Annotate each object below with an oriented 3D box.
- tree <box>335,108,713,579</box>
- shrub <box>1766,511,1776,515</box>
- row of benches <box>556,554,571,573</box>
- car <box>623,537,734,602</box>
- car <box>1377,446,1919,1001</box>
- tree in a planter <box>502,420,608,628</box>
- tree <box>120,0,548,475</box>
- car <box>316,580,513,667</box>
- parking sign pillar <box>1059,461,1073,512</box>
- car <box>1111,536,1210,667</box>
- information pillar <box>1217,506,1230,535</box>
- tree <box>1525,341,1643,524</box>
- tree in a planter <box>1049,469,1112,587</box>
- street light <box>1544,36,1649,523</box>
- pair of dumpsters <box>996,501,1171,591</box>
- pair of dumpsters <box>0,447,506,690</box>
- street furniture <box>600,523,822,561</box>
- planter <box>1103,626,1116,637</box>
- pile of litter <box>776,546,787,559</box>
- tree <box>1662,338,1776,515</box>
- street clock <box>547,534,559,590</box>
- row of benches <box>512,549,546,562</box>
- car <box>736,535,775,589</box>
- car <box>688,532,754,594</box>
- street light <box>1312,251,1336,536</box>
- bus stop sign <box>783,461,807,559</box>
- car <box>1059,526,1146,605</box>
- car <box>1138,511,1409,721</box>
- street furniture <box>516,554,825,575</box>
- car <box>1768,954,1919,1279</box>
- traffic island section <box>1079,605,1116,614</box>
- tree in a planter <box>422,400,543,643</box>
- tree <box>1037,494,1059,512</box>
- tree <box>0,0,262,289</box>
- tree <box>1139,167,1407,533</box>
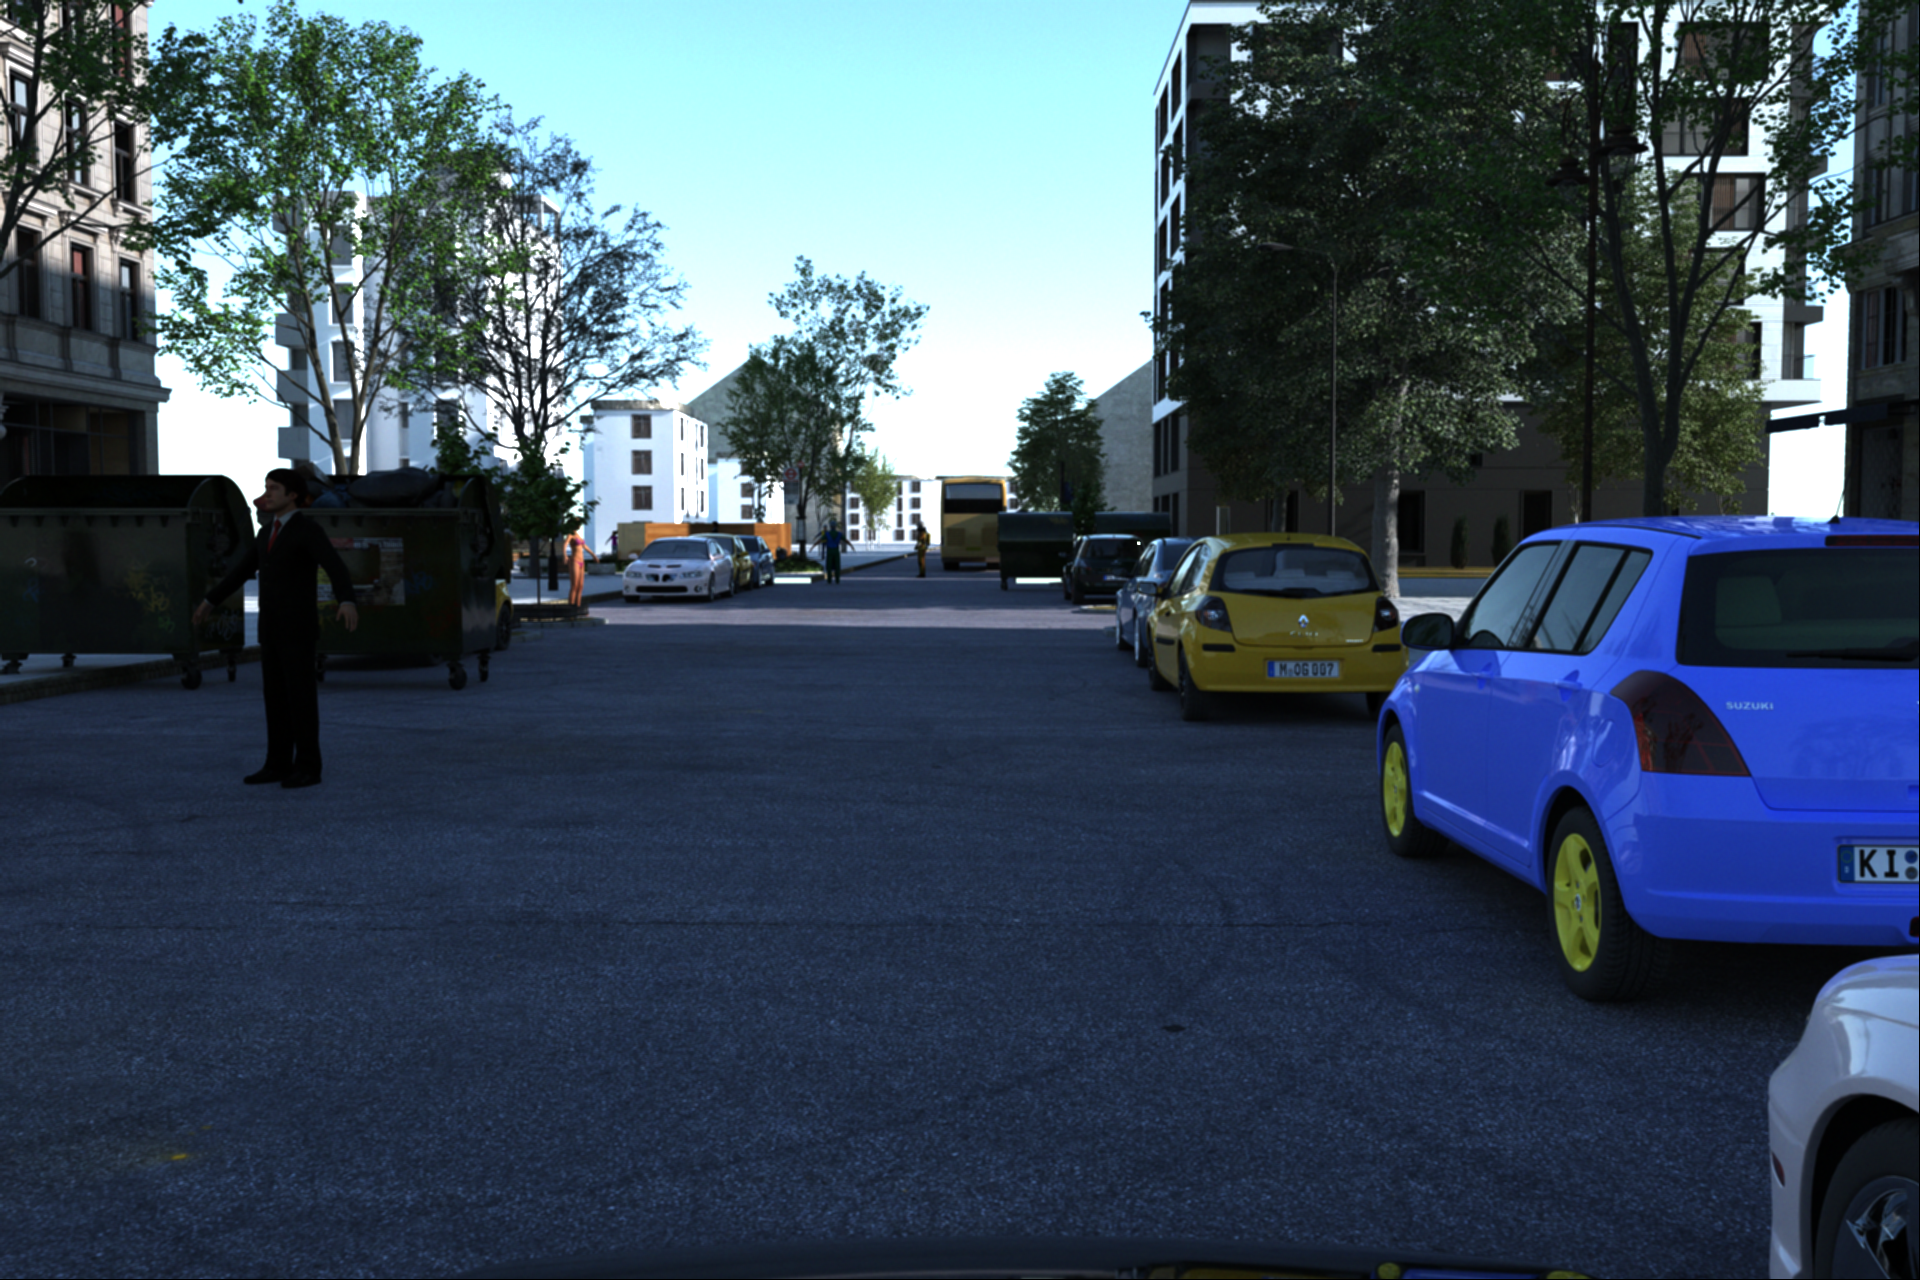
[{"bbox_3d":[-12.344,-8.525,49.758,12.009,13.543,11.850,0,3,0],"label":"tree"},{"bbox_3d":[27.587,-3.359,58.966,1.661,2.075,1.752,0,3,0],"label":"shrub"},{"bbox_3d":[-11.590,-2.161,50.795,1.422,0.672,4.104,-1,4,-12],"label":"row of benches"},{"bbox_3d":[-6.097,-1.563,37.909,2.083,1.381,4.827,0,4,1],"label":"car"},{"bbox_3d":[2.744,0.183,6.598,1.945,1.707,3.694,0,4,1],"label":"car"},{"bbox_3d":[-6.651,-1.836,27.241,1.991,3.239,1.994,0,4,2],"label":"tree in a planter"},{"bbox_3d":[-11.928,-6.589,33.493,9.928,11.665,9.643,0,3,0],"label":"tree"},{"bbox_3d":[-6.470,-0.596,19.970,2.015,1.641,3.980,0,4,1],"label":"car"},{"bbox_3d":[3.944,-4.670,64.831,1.447,3.967,1.447,0,4,1],"label":"parking sign pillar"},{"bbox_3d":[2.781,-0.482,19.887,2.014,1.417,4.499,0,4,1],"label":"car"},{"bbox_3d":[6.942,-2.522,45.719,0.304,2.012,0.304,0,4,1],"label":"information pillar"},{"bbox_3d":[21.976,-6.852,62.400,4.360,8.622,3.978,0,3,0],"label":"tree"},{"bbox_3d":[3.449,-3.086,47.680,1.991,3.239,1.994,0,4,1],"label":"tree in a planter"},{"bbox_3d":[6.099,-2.690,16.771,0.468,5.910,1.993,0,4,1],"label":"street light"},{"bbox_3d":[3.148,-2.406,44.290,4.436,2.255,1.574,0,4,1],"label":"pair of dumpsters"},{"bbox_3d":[-6.648,-0.693,16.289,4.436,2.255,1.574,0,4,1],"label":"pair of dumpsters"},{"bbox_3d":[-9.925,-3.929,71.089,11.010,1.723,9.812,3,5,44],"label":"street furniture"},{"bbox_3d":[3.056,-0.214,24.632,1.991,0.319,1.994,0,4,1],"label":"planter"},{"bbox_3d":[-6.176,-2.951,62.214,1.176,0.858,1.719,0,4,2],"label":"pile of litter"},{"bbox_3d":[27.931,-6.929,63.655,4.737,8.622,4.395,0,3,0],"label":"tree"},{"bbox_3d":[-9.272,-2.132,39.423,0.358,2.002,0.471,0,4,1],"label":"street clock"},{"bbox_3d":[-17.834,-3.364,70.465,1.422,0.672,4.104,0,4,8],"label":"row of benches"},{"bbox_3d":[-6.082,-2.144,47.062,2.014,1.417,4.499,0,4,1],"label":"car"},{"bbox_3d":[-6.141,-1.985,42.678,2.015,1.641,3.980,0,4,1],"label":"car"},{"bbox_3d":[6.507,-3.377,27.751,1.470,5.913,1.316,0,4,1],"label":"street light"},{"bbox_3d":[-6.038,-4.567,63.378,0.855,3.939,0.416,0,4,2],"label":"bus stop sign"},{"bbox_3d":[3.125,-1.641,36.620,2.009,1.686,4.222,0,3,0],"label":"car"},{"bbox_3d":[2.562,-0.273,14.685,2.015,1.641,3.980,0,4,1],"label":"car"},{"bbox_3d":[-9.569,-2.509,56.650,10.072,0.657,5.734,0,4,1],"label":"street furniture"},{"bbox_3d":[2.218,0.702,0.882,2.083,1.381,4.827,0,3,0],"label":"car"},{"bbox_3d":[3.200,-0.547,31.812,1.991,0.108,1.994,0,4,1],"label":"traffic island section"},{"bbox_3d":[-6.741,-1.594,23.290,1.991,3.239,1.994,0,4,2],"label":"tree in a planter"},{"bbox_3d":[12.718,-17.871,242.557,4.737,8.622,4.395,0,3,0],"label":"tree"},{"bbox_3d":[-12.581,-5.842,21.275,9.928,11.665,9.643,0,3,0],"label":"tree"},{"bbox_3d":[10.850,-9.308,58.841,9.857,13.997,8.962,0,3,0],"label":"tree"}]
